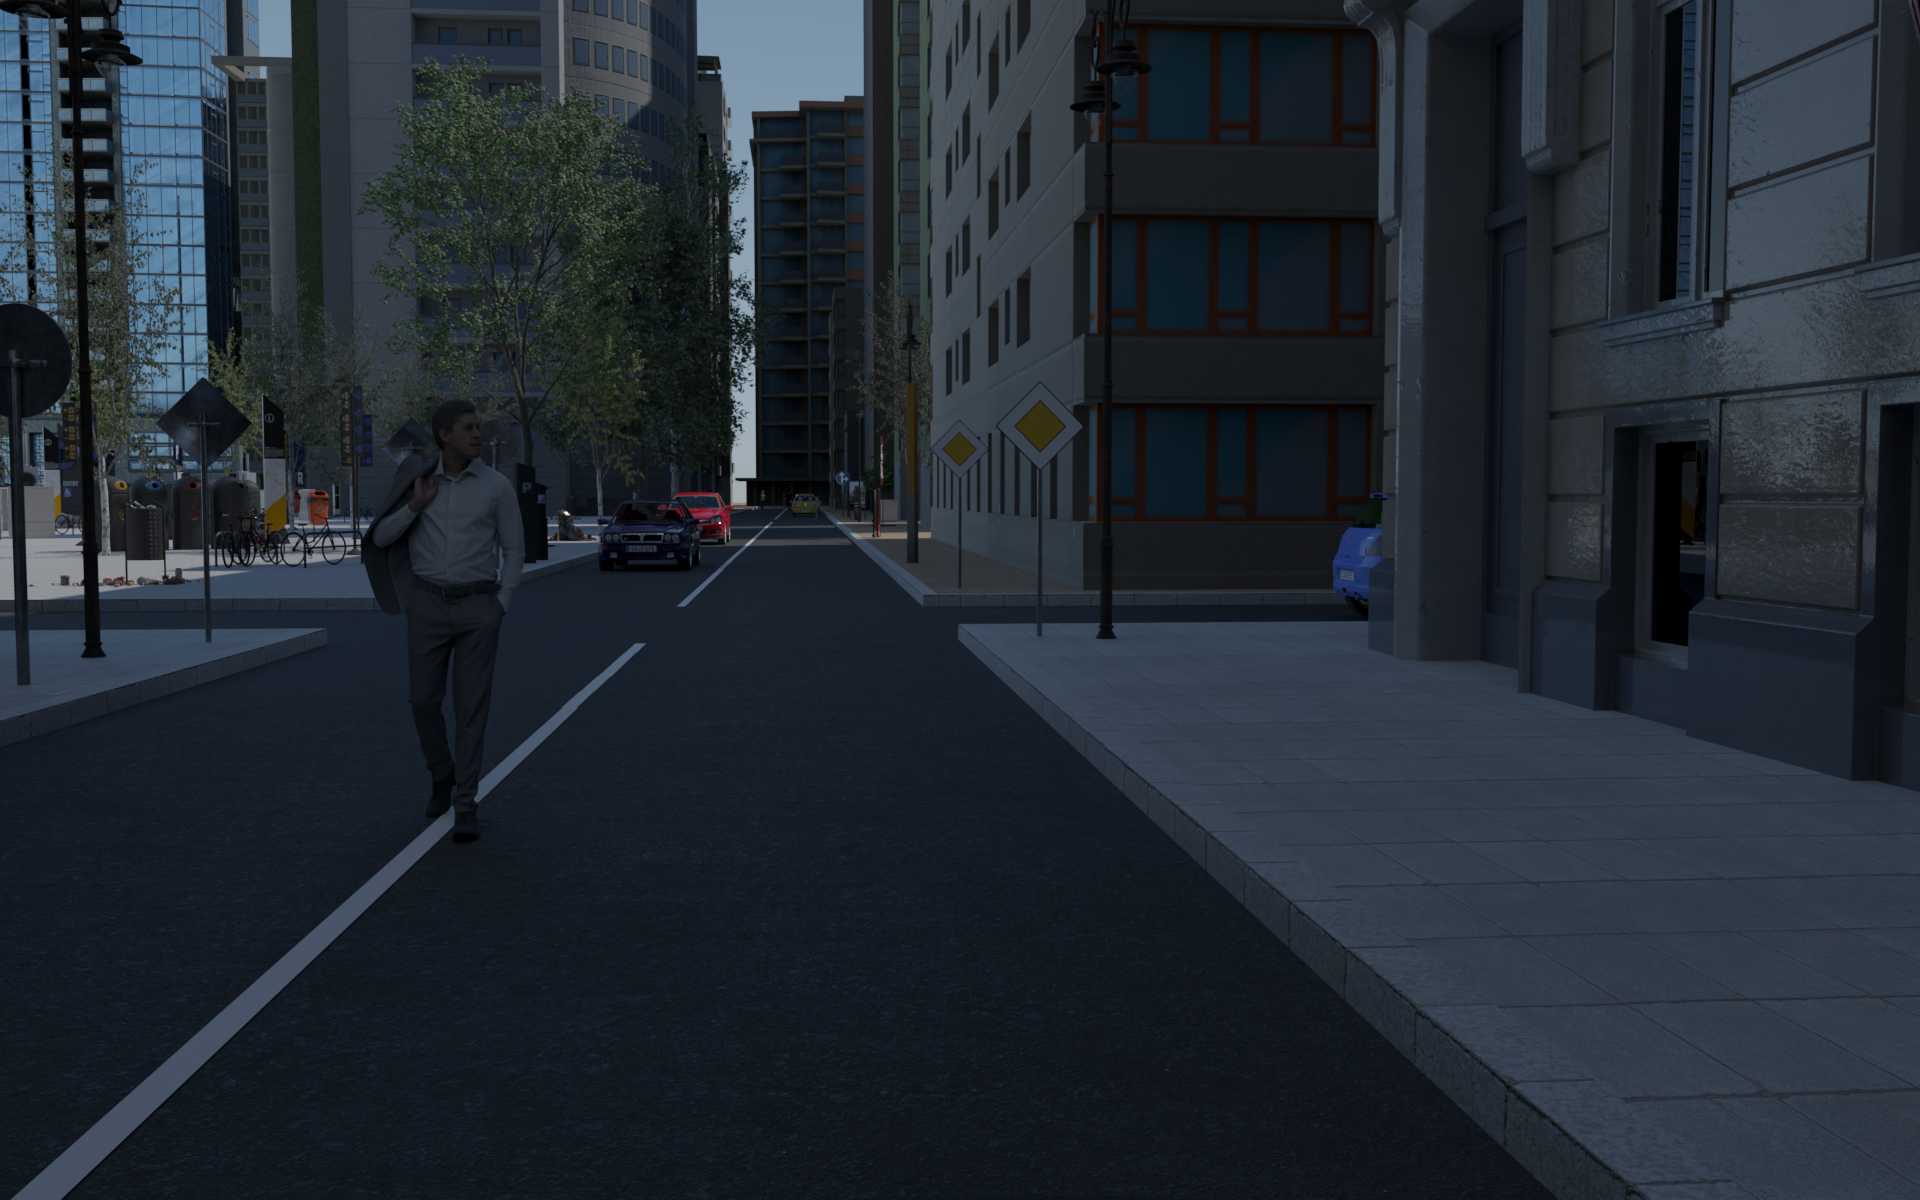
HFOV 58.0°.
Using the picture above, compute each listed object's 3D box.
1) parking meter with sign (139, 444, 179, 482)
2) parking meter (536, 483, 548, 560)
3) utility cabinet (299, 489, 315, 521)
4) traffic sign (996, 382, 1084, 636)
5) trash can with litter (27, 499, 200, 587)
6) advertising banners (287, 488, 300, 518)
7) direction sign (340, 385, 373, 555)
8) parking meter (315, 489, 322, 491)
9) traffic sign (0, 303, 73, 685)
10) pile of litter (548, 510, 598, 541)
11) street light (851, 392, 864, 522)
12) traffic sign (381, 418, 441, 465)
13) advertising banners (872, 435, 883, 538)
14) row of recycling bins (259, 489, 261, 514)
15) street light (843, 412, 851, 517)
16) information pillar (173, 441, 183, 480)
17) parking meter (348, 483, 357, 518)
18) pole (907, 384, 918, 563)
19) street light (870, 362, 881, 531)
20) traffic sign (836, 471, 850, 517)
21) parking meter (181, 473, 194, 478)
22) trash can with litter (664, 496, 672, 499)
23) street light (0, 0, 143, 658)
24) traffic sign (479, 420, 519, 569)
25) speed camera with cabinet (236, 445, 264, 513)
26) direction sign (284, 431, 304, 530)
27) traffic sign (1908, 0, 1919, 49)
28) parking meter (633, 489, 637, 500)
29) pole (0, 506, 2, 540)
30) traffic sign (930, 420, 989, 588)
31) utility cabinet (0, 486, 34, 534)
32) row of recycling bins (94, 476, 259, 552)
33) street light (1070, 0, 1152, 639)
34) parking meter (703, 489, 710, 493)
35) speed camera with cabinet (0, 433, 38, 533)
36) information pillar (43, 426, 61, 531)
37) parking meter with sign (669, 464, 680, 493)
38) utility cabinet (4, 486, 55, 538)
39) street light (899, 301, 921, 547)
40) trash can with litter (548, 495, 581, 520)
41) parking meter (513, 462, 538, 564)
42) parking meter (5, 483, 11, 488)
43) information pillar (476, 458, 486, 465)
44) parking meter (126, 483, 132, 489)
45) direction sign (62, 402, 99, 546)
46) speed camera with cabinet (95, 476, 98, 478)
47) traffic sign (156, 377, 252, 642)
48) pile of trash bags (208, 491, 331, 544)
[{"bbox_3d":[-28.333,-3.940,60.680,1.738,3.016,0.543,-1,4,-15],"label":"parking meter with sign"},{"bbox_3d":[-8.202,-1.544,33.658,0.372,1.533,0.369,0,3,0],"label":"parking meter"},{"bbox_3d":[-31.060,-4.506,82.352,0.318,1.500,1.173,-3,5,-44],"label":"utility cabinet"},{"bbox_3d":[0.714,-0.729,15.564,0.795,2.450,0.064,0,4,-5],"label":"traffic sign"},{"bbox_3d":[-11.965,-0.826,24.555,2.233,1.210,1.678,-1,4,-17],"label":"trash can with litter"},{"bbox_3d":[-34.340,-5.659,88.720,2.074,3.025,0.090,3,4,36],"label":"advertising banners"},{"bbox_3d":[-12.754,-2.717,36.414,0.876,3.537,0.379,3,5,44],"label":"direction sign"},{"bbox_3d":[-31.416,-4.675,84.849,0.372,1.533,0.369,0,3,0],"label":"parking meter"},{"bbox_3d":[-6.300,-0.702,11.576,0.768,2.556,0.104,0,4,4],"label":"traffic sign"},{"bbox_3d":[-10.743,-2.058,47.608,1.719,0.858,1.176,2,4,35],"label":"pile of litter"},{"bbox_3d":[-4.562,-6.465,78.488,0.468,5.910,1.993,0,4,-5],"label":"street light"},{"bbox_3d":[-7.225,-1.177,22.883,0.795,2.450,0.064,0,4,-5],"label":"traffic sign"},{"bbox_3d":[-2.423,-3.368,51.259,0.090,3.025,2.074,0,4,6],"label":"advertising banners"},{"bbox_3d":[-21.759,-2.580,49.304,3.534,1.692,1.069,-1,4,-12],"label":"row of recycling bins"},{"bbox_3d":[-6.304,-7.625,97.451,0.468,5.910,1.993,0,4,-5],"label":"street light"},{"bbox_3d":[-29.575,-4.537,65.539,0.183,3.616,0.504,0,4,7],"label":"information pillar"},{"bbox_3d":[-32.743,-5.364,93.412,0.399,1.863,0.255,1,4,17],"label":"parking meter"},{"bbox_3d":[-0.878,-2.339,32.084,0.158,3.312,0.155,0,3,0],"label":"pole"},{"bbox_3d":[-2.935,-5.354,60.328,0.468,5.910,1.993,0,4,-5],"label":"street light"},{"bbox_3d":[-6.402,-5.794,94.833,0.768,2.556,0.104,0,4,-4],"label":"traffic sign"},{"bbox_3d":[-21.535,-2.607,48.333,0.255,1.863,0.399,-1,4,-9],"label":"parking meter"},{"bbox_3d":[-14.449,-4.485,84.717,0.624,1.170,1.055,2,4,30],"label":"trash can with litter"},{"bbox_3d":[-6.820,-2.487,13.454,0.468,5.910,1.993,0,4,-5],"label":"street light"},{"bbox_3d":[-7.935,-1.805,29.625,0.768,2.556,0.104,0,4,-5],"label":"traffic sign"},{"bbox_3d":[-28.445,-4.642,70.240,2.038,3.252,0.660,1,4,21],"label":"speed camera with cabinet"},{"bbox_3d":[-23.902,-4.279,61.965,0.876,3.537,0.379,-3,4,-37],"label":"direction sign"},{"bbox_3d":[1.957,-0.175,2.975,0.768,2.556,0.104,0,4,0],"label":"traffic sign"},{"bbox_3d":[-14.667,-4.294,78.616,0.372,1.533,0.369,0,3,0],"label":"parking meter"},{"bbox_3d":[-26.848,-3.327,48.237,0.158,3.312,0.155,0,3,0],"label":"pole"},{"bbox_3d":[-0.009,-1.216,23.516,0.795,2.450,0.064,0,4,-5],"label":"traffic sign"},{"bbox_3d":[-32.633,-3.110,59.531,1.173,1.500,0.318,-1,4,-12],"label":"utility cabinet"},{"bbox_3d":[-18.156,-1.997,39.761,3.534,1.692,1.069,-3,5,-44],"label":"row of recycling bins"},{"bbox_3d":[1.299,-2.595,15.215,0.468,5.910,1.993,0,4,-5],"label":"street light"},{"bbox_3d":[-13.755,-5.244,94.155,0.372,1.533,0.369,0,3,0],"label":"parking meter"},{"bbox_3d":[-30.927,-3.767,55.929,2.038,3.252,0.660,-2,4,-31],"label":"speed camera with cabinet"},{"bbox_3d":[-31.247,-4.172,59.572,0.504,3.616,0.183,-3,4,-39],"label":"information pillar"},{"bbox_3d":[-15.747,-6.109,96.144,0.543,3.016,1.738,0,4,-2],"label":"parking meter with sign"},{"bbox_3d":[-26.786,-2.524,49.946,1.173,1.500,0.318,-2,4,-34],"label":"utility cabinet"},{"bbox_3d":[-1.205,-4.209,41.601,0.468,5.910,1.993,0,4,-5],"label":"street light"},{"bbox_3d":[-19.958,-4.647,87.041,2.233,1.210,1.678,-3,4,-38],"label":"trash can with litter"},{"bbox_3d":[-8.043,-1.612,32.063,0.399,1.863,0.255,-2,4,-33],"label":"parking meter"},{"bbox_3d":[-47.973,-4.989,87.284,0.399,1.863,0.255,0,4,-2],"label":"parking meter"},{"bbox_3d":[-23.407,-5.711,84.732,0.504,3.616,0.183,0,4,-4],"label":"information pillar"},{"bbox_3d":[-42.027,-5.022,87.820,0.399,1.863,0.255,-1,4,-20],"label":"parking meter"},{"bbox_3d":[-21.742,-3.111,42.865,0.876,3.537,0.379,0,4,4],"label":"direction sign"},{"bbox_3d":[-45.065,-5.907,90.919,0.660,3.252,2.038,-1,4,-9],"label":"speed camera with cabinet"},{"bbox_3d":[-6.502,-0.690,14.931,0.795,2.450,0.064,0,4,-5],"label":"traffic sign"},{"bbox_3d":[-17.998,-2.145,44.817,3.447,1.369,1.912,-3,5,-44],"label":"pile of trash bags"}]
